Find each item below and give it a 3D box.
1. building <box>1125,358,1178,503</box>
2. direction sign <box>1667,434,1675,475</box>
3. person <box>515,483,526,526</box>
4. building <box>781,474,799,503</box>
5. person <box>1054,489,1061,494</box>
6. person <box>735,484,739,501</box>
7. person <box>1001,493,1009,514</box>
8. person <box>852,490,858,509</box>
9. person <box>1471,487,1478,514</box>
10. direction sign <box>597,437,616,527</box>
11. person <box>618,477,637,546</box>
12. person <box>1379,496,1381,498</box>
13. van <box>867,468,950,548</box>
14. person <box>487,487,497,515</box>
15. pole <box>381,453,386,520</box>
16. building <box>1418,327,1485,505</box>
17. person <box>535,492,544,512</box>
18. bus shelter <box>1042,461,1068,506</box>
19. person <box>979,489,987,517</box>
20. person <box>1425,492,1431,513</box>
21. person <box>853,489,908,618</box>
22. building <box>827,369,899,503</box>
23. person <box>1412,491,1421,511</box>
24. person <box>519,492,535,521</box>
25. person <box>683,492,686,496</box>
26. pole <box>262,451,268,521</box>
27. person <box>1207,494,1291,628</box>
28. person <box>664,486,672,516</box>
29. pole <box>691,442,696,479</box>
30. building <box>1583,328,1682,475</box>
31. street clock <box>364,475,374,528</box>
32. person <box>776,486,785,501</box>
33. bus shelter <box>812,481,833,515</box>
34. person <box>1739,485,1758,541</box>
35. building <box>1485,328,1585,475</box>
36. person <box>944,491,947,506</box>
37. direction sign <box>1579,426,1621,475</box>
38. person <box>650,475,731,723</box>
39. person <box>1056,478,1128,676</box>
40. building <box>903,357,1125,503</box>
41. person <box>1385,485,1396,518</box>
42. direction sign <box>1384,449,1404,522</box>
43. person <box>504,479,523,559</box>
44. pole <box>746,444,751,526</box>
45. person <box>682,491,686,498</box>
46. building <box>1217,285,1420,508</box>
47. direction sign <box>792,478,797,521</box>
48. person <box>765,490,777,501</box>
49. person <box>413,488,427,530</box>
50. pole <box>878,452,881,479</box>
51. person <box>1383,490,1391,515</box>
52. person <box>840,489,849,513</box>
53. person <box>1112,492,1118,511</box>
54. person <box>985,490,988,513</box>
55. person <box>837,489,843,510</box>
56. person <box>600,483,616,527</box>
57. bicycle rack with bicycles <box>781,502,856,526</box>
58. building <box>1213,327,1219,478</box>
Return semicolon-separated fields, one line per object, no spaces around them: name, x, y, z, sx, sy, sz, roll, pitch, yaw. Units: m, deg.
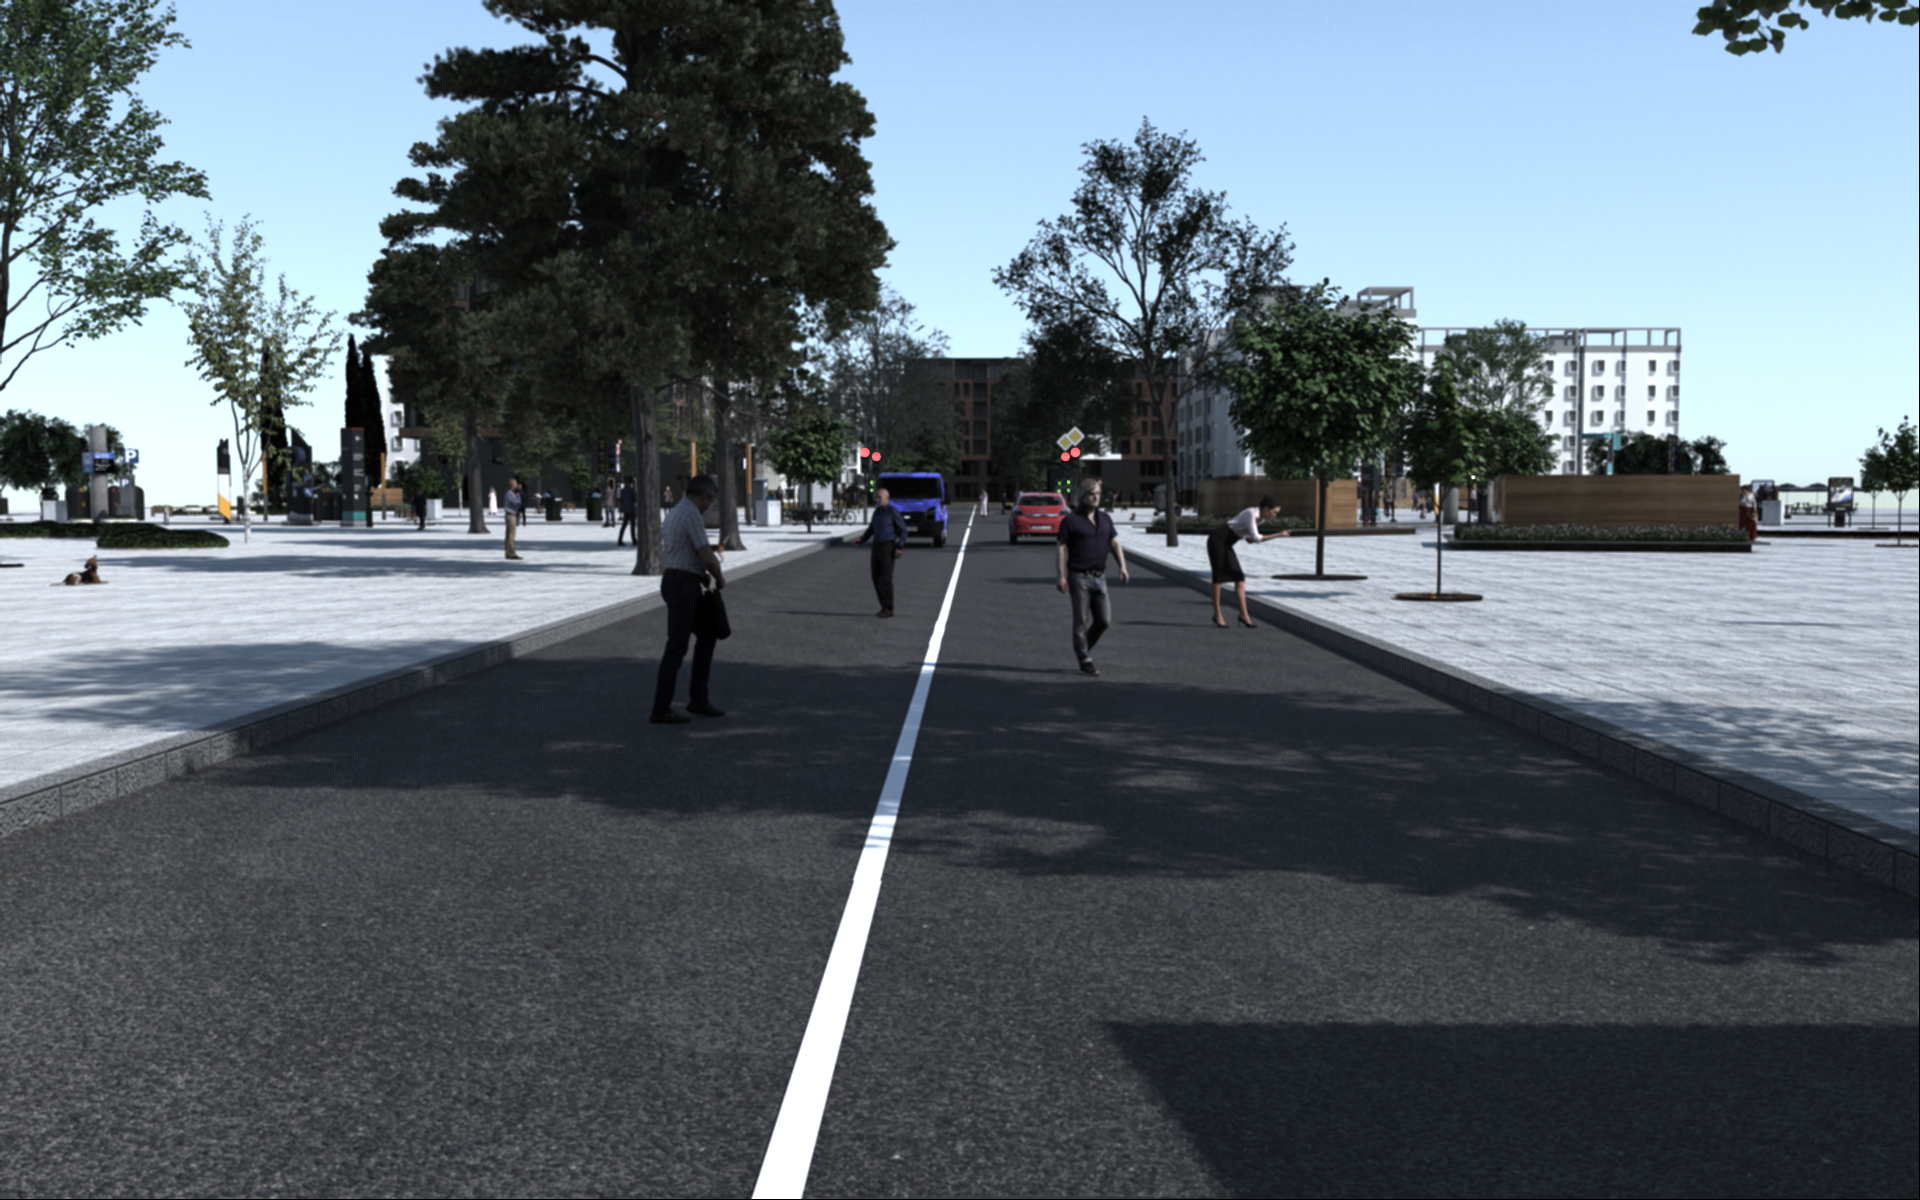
building;40.445;-26.082;270.416;32.646;21.610;27.936;0;4;1
direction sign;27.032;-4.520;65.899;0.379;3.537;0.876;2;4;35
person;-17.597;-3.814;69.114;0.576;1.737;0.504;0;4;-6
building;-34.693;-19.572;262.148;28.070;9.664;9.099;0;4;1
person;5.895;-5.964;104.224;0.551;1.740;0.621;1;4;9
person;-11.455;-4.966;87.690;0.683;1.767;0.568;2;4;24
person;3.163;-6.784;122.111;0.600;1.496;0.574;0;4;0
person;-8.801;-8.410;145.411;0.662;1.594;0.647;0;4;7
person;32.398;-6.248;109.140;0.436;1.711;0.756;0;4;-8
direction sign;-13.956;-4.679;68.499;0.876;3.537;0.379;2;4;24
person;-8.227;-2.212;43.135;0.530;1.710;0.541;-3;5;-44
person;20.586;-4.736;85.741;0.482;1.546;0.388;-2;4;-23
van;-1.363;-2.681;48.218;2.240;2.365;5.245;0;4;1
person;-29.167;-6.193;107.972;0.621;1.740;0.551;0;4;-2
pole;-28.552;-5.623;85.772;0.158;3.312;0.155;0;3;0
building;52.916;-21.178;202.677;11.380;20.091;16.016;0;4;1
person;-28.872;-6.690;118.613;0.628;1.438;0.799;2;4;31
bus shelter;6.934;-8.237;125.951;1.731;3.624;6.357;0;4;1
person;1.443;-6.065;108.335;0.551;1.740;0.621;2;4;25
person;32.029;-6.834;118.591;0.431;1.722;0.655;2;4;26
person;-0.965;-0.552;20.214;0.600;1.496;0.574;-2;4;-24
building;-14.330;-25.022;265.527;11.380;20.091;16.016;0;4;1
person;33.859;-7.380;128.663;0.435;1.587;0.963;-2;4;-35
person;-20.470;-4.376;80.779;0.799;1.438;0.628;2;4;29
person;-16.688;-6.038;106.230;0.593;1.643;0.415;-2;4;-26
pole;-32.634;-5.350;81.313;0.158;3.312;0.155;0;3;0
person;3.055;-0.417;18.504;0.799;1.438;0.628;0;4;-8
person;-17.034;-5.794;101.309;0.617;1.759;0.750;-2;4;-28
pole;-10.481;-4.544;68.137;0.158;3.312;0.155;0;3;0
building;75.680;-21.190;202.870;11.380;20.091;16.016;0;4;1
street clock;-22.687;-3.788;66.497;0.358;2.002;0.471;-3;4;-38
person;-11.144;-6.167;107.328;0.568;1.767;0.683;-1;4;-11
bus shelter;-8.532;-7.022;108.740;2.014;3.302;5.546;0;4;0
person;21.076;-2.315;46.366;0.523;1.526;0.387;2;4;24
building;64.303;-21.214;203.264;11.380;20.091;16.016;0;4;1
person;-1.055;-5.953;107.298;0.517;1.644;0.566;-2;4;-24
direction sign;24.944;-4.838;67.861;1.411;3.948;2.525;2;4;34
person;-1.723;-0.019;11.019;0.590;1.554;0.614;-2;4;-27
person;1.062;-0.188;13.786;0.569;1.553;0.471;1;4;9
building;7.796;-26.078;270.347;32.646;21.610;27.936;0;4;1
person;23.493;-5.386;94.631;0.617;1.759;0.750;0;4;8
direction sign;19.944;-5.360;79.639;0.876;3.537;0.379;0;4;-1
person;-8.804;-1.590;34.109;0.319;1.574;0.516;-2;4;-24
pole;-8.594;-4.683;70.416;0.158;3.312;0.155;0;3;0
person;-24.641;-8.975;154.839;0.516;1.574;0.319;-2;4;-24
building;33.246;-18.703;162.212;16.016;20.091;11.380;0;4;1
direction sign;-7.996;-5.596;83.484;0.379;3.537;0.876;2;4;32
person;-8.456;-4.086;77.015;0.593;1.614;0.444;2;4;24
person;-19.310;-3.264;61.949;0.480;1.512;0.613;-1;4;-13
pole;-3.950;-5.530;84.262;0.158;3.312;0.155;0;3;0
person;25.687;-5.875;104.313;0.429;1.552;0.499;3;5;42
person;-7.858;-6.747;117.826;0.593;1.643;0.415;-2;4;-23
person;11.500;-7.361;129.634;0.697;1.427;0.421;2;4;25
person;1.894;-7.433;130.849;0.431;1.722;0.655;2;4;26
person;-9.709;-8.138;139.928;0.431;1.722;0.655;2;4;25
person;-13.590;-3.668;66.833;0.431;1.722;0.655;3;4;37
bicycle rack with bicycles;-6.047;-3.508;70.744;2.925;0.926;2.852;3;5;45
building;33.675;-19.397;173.567;16.016;20.091;11.380;0;4;1
